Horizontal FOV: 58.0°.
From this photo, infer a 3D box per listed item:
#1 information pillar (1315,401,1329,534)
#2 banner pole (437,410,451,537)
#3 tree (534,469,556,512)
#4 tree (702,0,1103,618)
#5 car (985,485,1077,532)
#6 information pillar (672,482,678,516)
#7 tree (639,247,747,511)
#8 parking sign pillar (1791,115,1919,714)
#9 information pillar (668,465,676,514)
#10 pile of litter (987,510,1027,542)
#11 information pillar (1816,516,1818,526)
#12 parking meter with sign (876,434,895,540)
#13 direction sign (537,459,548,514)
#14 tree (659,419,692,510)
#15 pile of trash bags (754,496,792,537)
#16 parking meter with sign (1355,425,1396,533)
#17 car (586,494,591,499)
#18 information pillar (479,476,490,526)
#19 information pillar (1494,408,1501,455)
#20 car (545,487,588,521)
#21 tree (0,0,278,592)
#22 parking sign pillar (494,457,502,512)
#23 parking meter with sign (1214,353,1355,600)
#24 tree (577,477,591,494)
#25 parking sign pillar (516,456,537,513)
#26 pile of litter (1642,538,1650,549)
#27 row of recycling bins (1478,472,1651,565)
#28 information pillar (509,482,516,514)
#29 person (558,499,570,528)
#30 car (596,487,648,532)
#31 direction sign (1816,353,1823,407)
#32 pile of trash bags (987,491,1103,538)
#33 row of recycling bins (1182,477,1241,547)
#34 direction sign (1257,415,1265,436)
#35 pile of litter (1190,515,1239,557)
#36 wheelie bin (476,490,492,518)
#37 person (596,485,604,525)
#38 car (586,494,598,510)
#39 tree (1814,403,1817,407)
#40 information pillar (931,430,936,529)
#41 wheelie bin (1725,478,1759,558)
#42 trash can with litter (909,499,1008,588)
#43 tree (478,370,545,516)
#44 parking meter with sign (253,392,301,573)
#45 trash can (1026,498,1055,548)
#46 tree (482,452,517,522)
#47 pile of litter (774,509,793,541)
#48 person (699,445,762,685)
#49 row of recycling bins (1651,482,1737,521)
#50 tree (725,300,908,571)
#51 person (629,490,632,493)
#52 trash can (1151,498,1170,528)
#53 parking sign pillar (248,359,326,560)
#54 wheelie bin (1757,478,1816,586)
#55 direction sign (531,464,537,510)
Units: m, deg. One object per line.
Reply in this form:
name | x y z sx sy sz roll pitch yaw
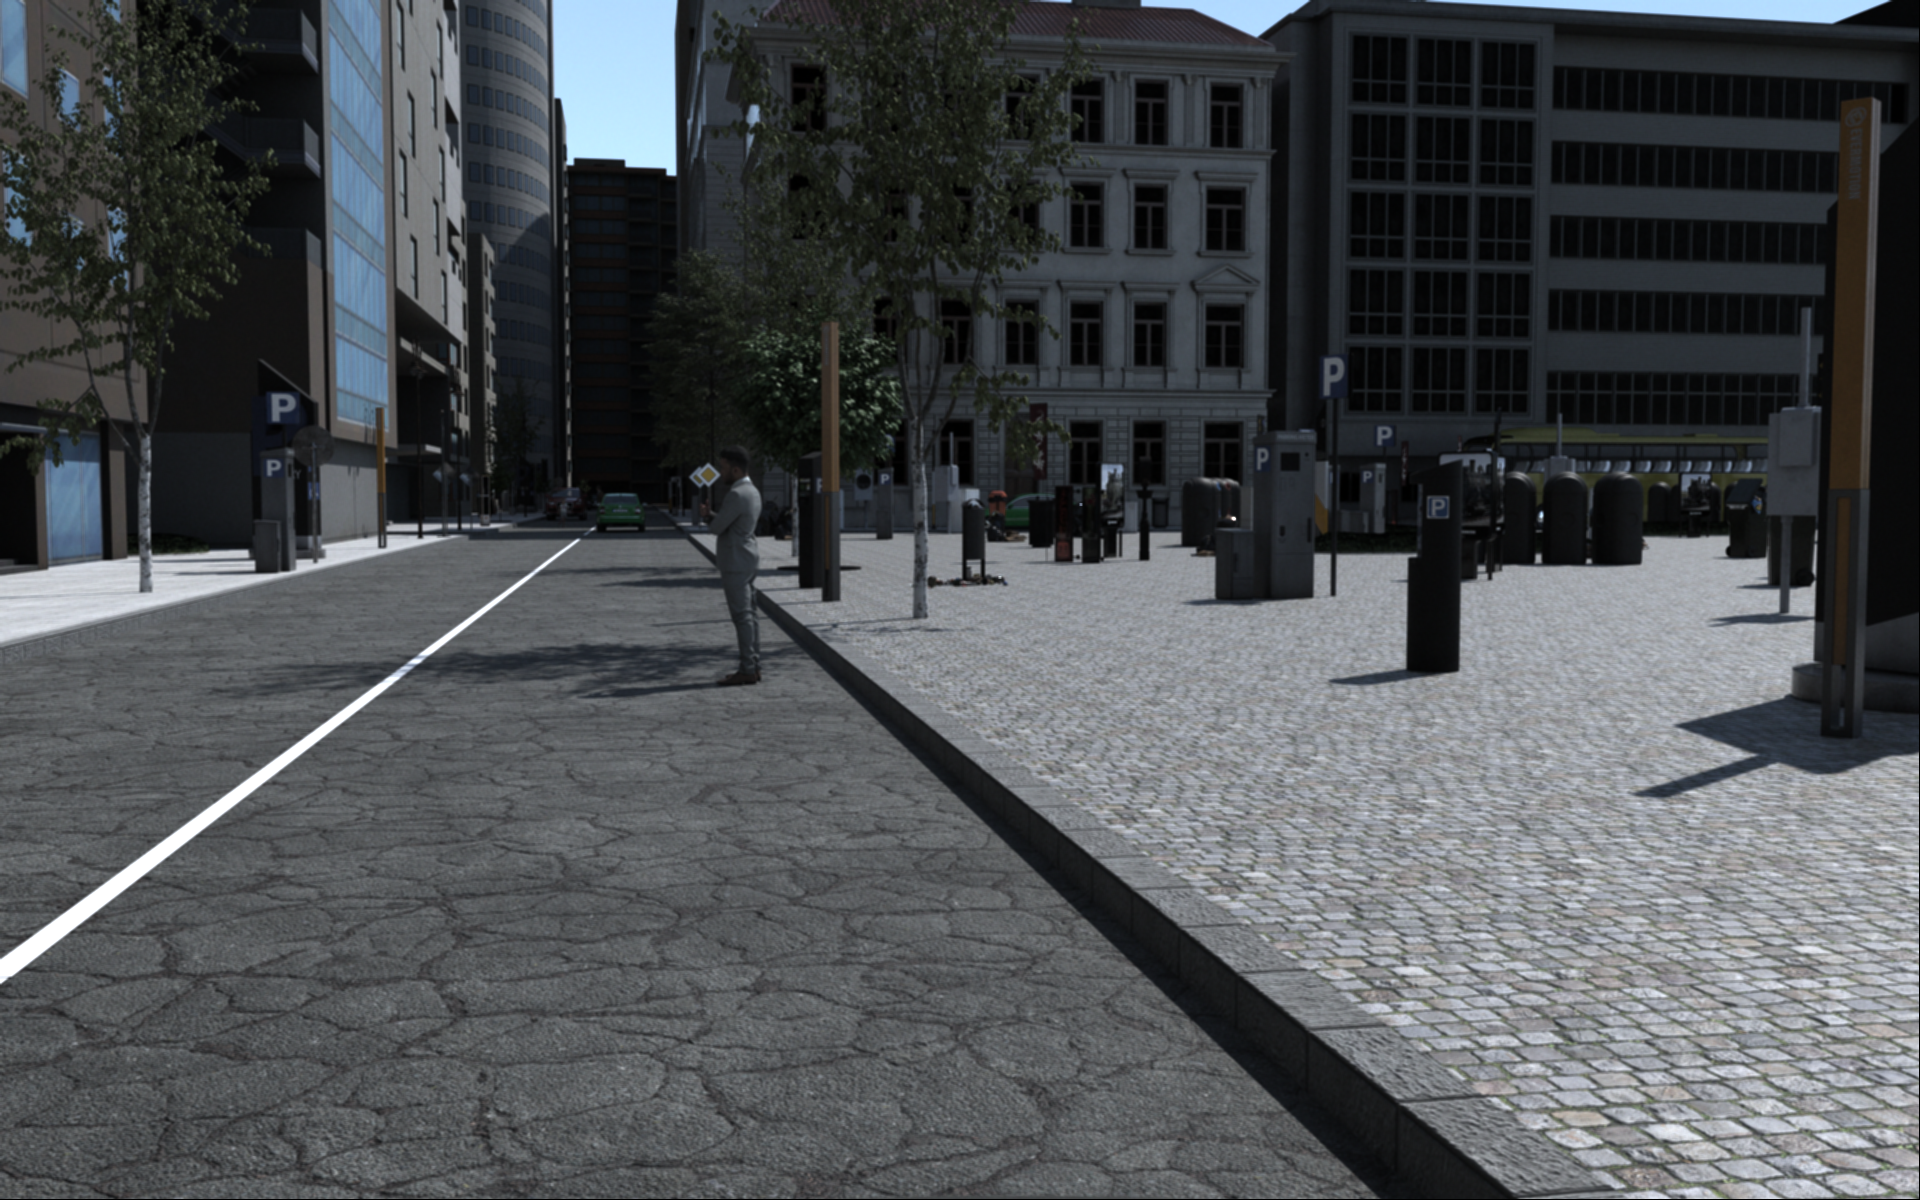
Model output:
information pillar | 9.151 -3.204 43.743 0.183 3.616 0.504 -1 4 -20
banner pole | -15.505 -3.789 51.972 0.401 3.779 0.863 -1 4 -12
tree | -30.035 -7.903 123.821 1.663 3.219 1.824 0 3 0
tree | -0.434 -4.103 17.440 4.737 8.622 4.395 0 3 0
car | 2.285 -3.139 60.124 4.718 1.807 1.959 -1 4 -9
information pillar | -16.670 -5.916 101.226 0.304 2.012 0.304 0 4 3
tree | -11.419 -9.913 80.210 7.486 12.596 7.792 0 3 0
parking sign pillar | 5.946 -1.354 10.602 1.447 3.967 1.447 -1 4 -19
information pillar | -18.877 -7.471 113.501 0.504 3.616 0.183 -1 4 -13
pile of litter | 1.273 -2.015 46.912 1.176 0.858 1.719 2 4 24
information pillar | 34.876 -4.044 70.618 0.304 2.012 0.304 1 4 12
parking meter with sign | -2.151 -3.253 49.451 0.543 3.016 1.738 0 4 0
direction sign | -26.634 -7.288 111.157 0.379 3.537 0.876 1 4 9
tree | -22.579 -11.659 140.982 4.360 8.622 3.978 0 3 0
pile of trash bags | -5.395 -2.658 53.211 3.447 1.369 1.912 -2 4 -31
parking meter with sign | 10.243 -2.866 43.113 0.543 3.016 1.738 3 4 36
car | -35.113 -9.504 167.186 2.131 1.459 4.920 -1 4 -10
information pillar | -18.977 -3.954 69.146 0.304 2.012 0.304 -3 4 -36
information pillar | 14.565 -3.402 46.983 0.183 3.616 0.504 2 4 28
car | -21.539 -5.276 94.942 2.281 1.827 5.304 -1 4 -10
tree | -10.794 -4.416 22.567 4.737 8.622 4.395 0 3 0
parking sign pillar | -34.070 -8.421 126.162 1.447 3.967 1.447 -3 5 -42
parking meter with sign | 3.968 -1.533 21.334 1.738 3.016 0.543 -2 4 -28
tree | -43.609 -12.629 201.091 1.663 3.219 1.824 0 3 0
parking sign pillar | -29.440 -7.877 117.264 1.447 3.967 1.447 2 4 34
pile of litter | 15.441 -1.604 40.190 1.719 0.858 1.176 -2 4 -29
row of recycling bins | 10.740 -1.523 32.019 3.534 1.692 1.069 1 4 14
information pillar | -28.219 -6.400 109.138 0.304 2.012 0.304 1 4 16
person | -16.848 -3.678 73.644 0.505 1.210 0.382 -3 4 -38
car | -12.969 -3.520 66.354 1.959 1.807 4.718 -1 4 -10
direction sign | 14.056 -2.180 27.642 0.379 3.537 0.876 -2 4 -30
pile of trash bags | 2.523 -2.552 51.476 3.447 1.369 1.912 0 3 0
row of recycling bins | 6.318 -2.237 43.693 1.069 1.692 3.534 1 4 22
direction sign | 8.644 -3.536 49.809 0.379 3.537 0.876 1 4 22
pile of litter | 5.631 -1.339 35.854 1.719 0.858 1.176 0 4 8
wheelie bin | -25.852 -5.265 93.985 0.693 1.594 0.980 0 4 3
person | -16.507 -4.350 79.528 0.656 1.842 0.836 2 4 29
car | -32.383 -8.840 154.327 2.009 1.686 4.222 -1 4 -9
tree | 24.647 -3.868 46.954 4.285 4.588 4.351 0 3 0
information pillar | -0.963 -4.411 63.482 0.183 3.616 0.504 0 3 0
wheelie bin | 15.977 -1.662 35.089 0.693 1.594 0.980 -1 4 -18
trash can with litter | -0.101 -0.828 24.591 1.678 1.210 2.233 2 4 32
tree | -26.783 -9.361 103.416 4.737 8.622 4.395 0 3 0
parking meter with sign | -11.368 -1.990 28.790 0.543 3.016 1.738 -1 4 -11
trash can | 1.963 -1.836 41.672 0.748 1.137 0.748 0 3 0
tree | -21.311 -5.204 79.690 1.663 3.219 1.824 0 3 0
pile of litter | -4.486 -2.112 48.497 1.719 0.858 1.176 -3 4 -37
person | -1.740 -0.274 13.157 0.466 1.800 0.511 0 4 -6
row of recycling bins | 24.972 -3.153 58.667 1.069 1.692 3.534 -3 5 -39
tree | -2.373 -2.805 29.567 4.285 4.588 4.351 0 3 0
person | -29.305 -8.906 154.249 0.705 1.807 1.348 -1 4 -9
trash can | 7.549 -3.282 65.315 0.748 1.137 0.748 0 3 0
parking sign pillar | -13.406 -2.810 34.413 1.447 3.967 1.447 1 4 16
wheelie bin | 11.686 -1.007 24.376 0.693 1.594 0.980 1 4 20
direction sign | -31.818 -8.435 129.909 0.876 3.537 0.379 -1 4 -22
